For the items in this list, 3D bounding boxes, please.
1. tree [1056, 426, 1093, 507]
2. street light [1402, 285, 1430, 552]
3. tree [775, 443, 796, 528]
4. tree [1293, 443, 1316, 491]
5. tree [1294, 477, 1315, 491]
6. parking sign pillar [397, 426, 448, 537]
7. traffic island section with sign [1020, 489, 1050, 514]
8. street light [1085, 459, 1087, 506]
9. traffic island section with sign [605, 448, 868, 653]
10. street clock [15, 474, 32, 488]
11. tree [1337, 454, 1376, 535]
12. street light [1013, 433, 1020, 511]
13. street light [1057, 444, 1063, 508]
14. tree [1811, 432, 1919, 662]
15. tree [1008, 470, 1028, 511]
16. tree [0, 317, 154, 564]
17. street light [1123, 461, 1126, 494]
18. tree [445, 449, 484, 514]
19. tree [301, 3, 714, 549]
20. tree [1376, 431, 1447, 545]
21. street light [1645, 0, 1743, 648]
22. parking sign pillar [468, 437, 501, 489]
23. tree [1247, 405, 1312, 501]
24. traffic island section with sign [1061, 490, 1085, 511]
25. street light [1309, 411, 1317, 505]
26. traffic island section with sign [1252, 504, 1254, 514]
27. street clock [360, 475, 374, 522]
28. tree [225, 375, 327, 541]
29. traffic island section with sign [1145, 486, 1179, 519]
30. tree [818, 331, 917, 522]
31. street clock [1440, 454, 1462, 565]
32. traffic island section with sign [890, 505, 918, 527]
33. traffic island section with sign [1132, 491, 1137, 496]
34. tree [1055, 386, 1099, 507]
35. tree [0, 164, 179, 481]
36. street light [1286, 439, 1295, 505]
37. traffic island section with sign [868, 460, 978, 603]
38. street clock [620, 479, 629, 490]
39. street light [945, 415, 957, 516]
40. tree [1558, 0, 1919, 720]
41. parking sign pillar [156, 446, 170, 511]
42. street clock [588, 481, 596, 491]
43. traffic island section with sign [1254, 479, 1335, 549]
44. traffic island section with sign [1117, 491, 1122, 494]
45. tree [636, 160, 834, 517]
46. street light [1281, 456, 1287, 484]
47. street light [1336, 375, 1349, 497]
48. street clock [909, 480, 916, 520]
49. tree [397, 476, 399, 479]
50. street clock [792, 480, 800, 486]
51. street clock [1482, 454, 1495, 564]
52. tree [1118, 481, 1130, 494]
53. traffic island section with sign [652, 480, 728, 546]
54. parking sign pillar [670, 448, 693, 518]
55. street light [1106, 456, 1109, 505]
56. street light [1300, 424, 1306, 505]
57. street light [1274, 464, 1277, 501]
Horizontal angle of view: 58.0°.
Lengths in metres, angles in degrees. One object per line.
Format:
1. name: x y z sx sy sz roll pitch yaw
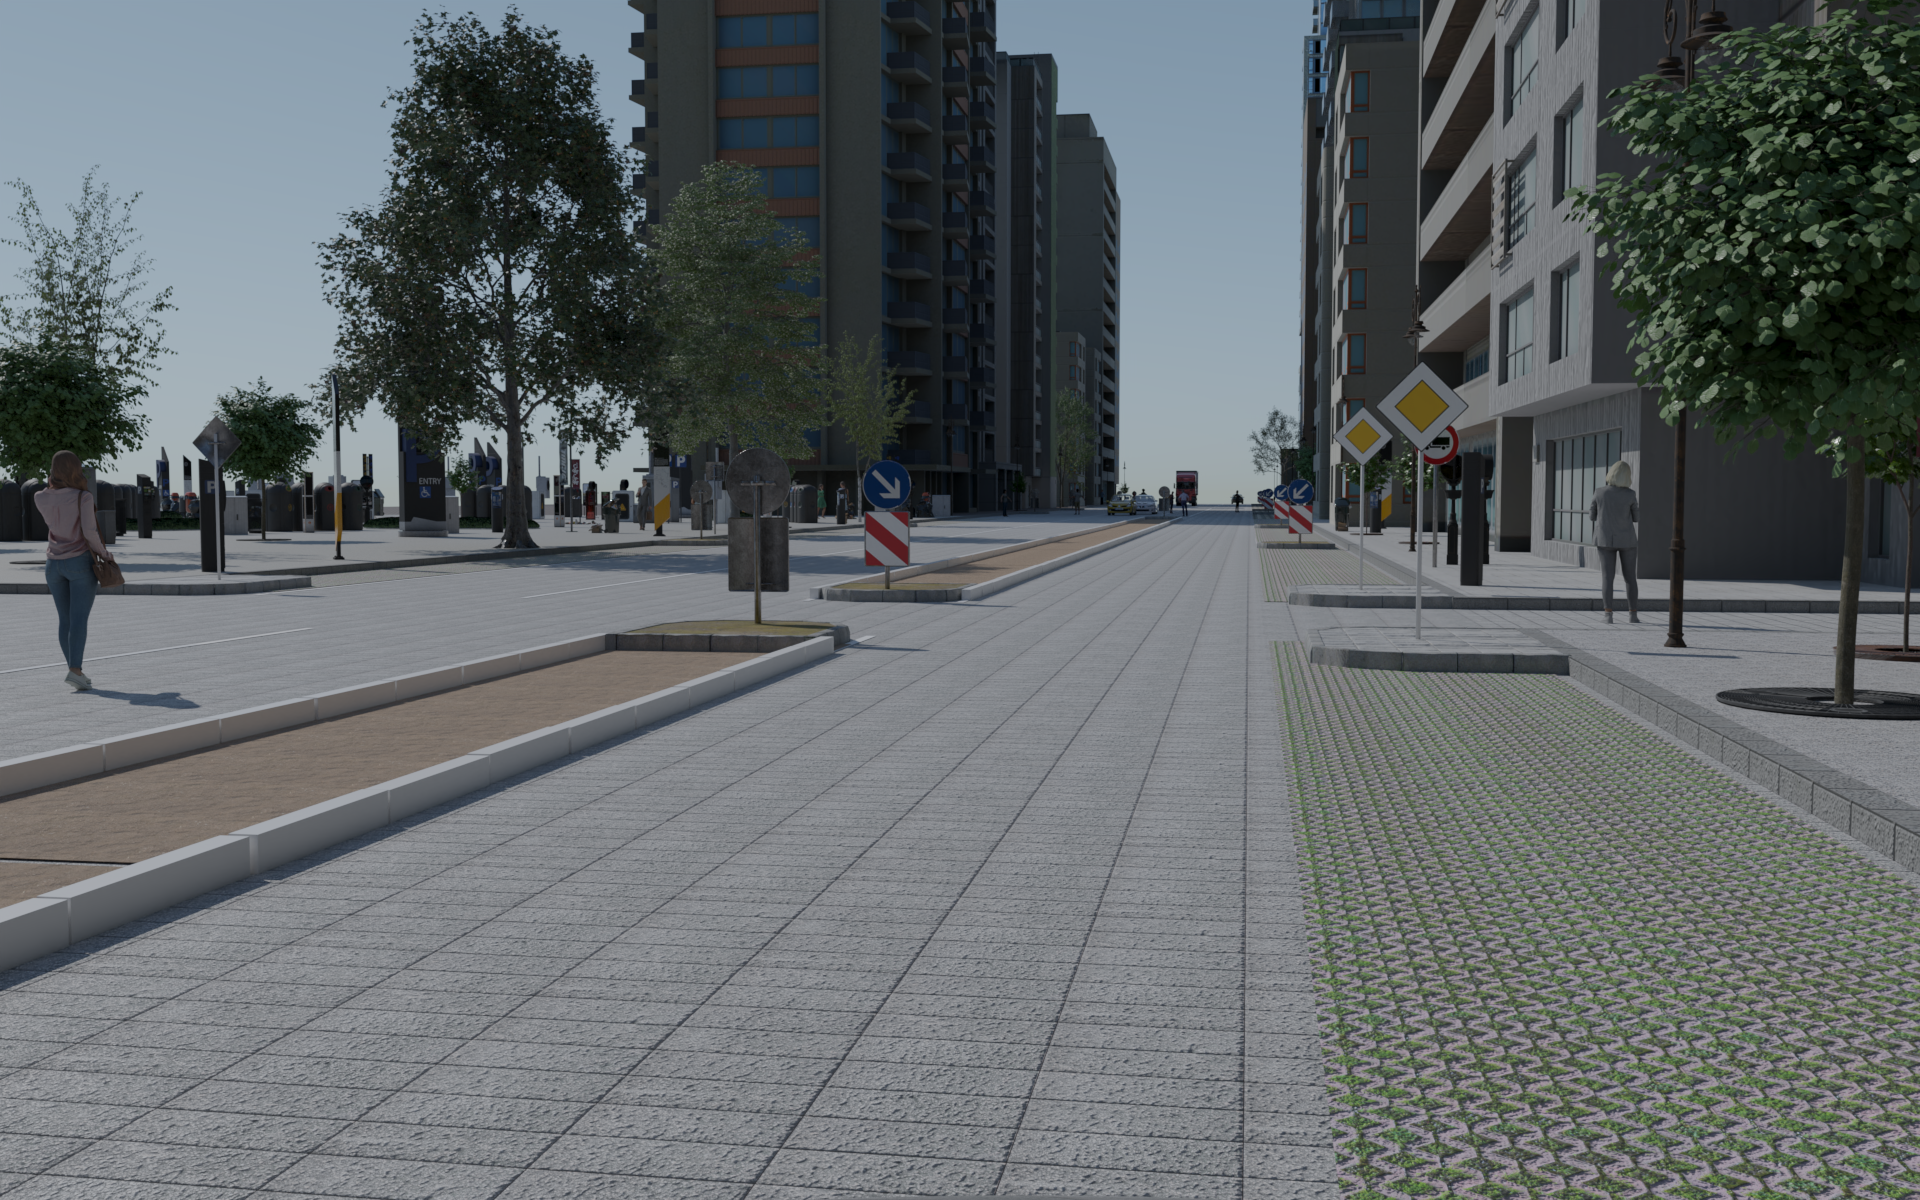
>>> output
1. tree: 11.434 -13.804 176.055 4.737 8.622 4.395 0 3 0
2. street light: 10.077 -4.013 38.400 0.468 5.910 1.993 1 4 9
3. tree: -7.031 -4.339 65.549 1.663 3.219 1.824 0 3 0
4. tree: 21.069 -7.175 101.024 4.285 4.588 4.351 0 3 0
5. tree: 21.707 -6.957 108.351 1.663 3.219 1.824 0 3 0
6. parking sign pillar: -16.158 -3.886 52.013 1.447 3.967 1.447 -3 5 -40
7. traffic island section with sign: 5.397 -7.087 124.507 1.989 1.847 2.006 1 4 9
8. street light: 13.392 -12.930 184.193 0.468 5.910 1.993 1 4 9
9. traffic island section with sign: -2.105 -0.515 16.560 2.006 1.907 1.989 1 4 9
10. street clock: -28.289 -2.923 52.354 0.471 2.002 0.358 1 4 16
11. tree: 12.819 -3.632 53.989 1.663 3.219 1.824 0 3 0
12. street light: 4.303 -9.625 130.154 0.468 5.910 1.993 1 4 9
13. street light: 9.239 -11.414 159.407 0.468 5.910 1.993 1 4 9
14. tree: 7.477 -1.169 13.723 1.663 3.219 1.824 0 3 0
15. tree: 4.679 -8.503 133.619 1.663 3.219 1.824 0 3 0
16. tree: -16.971 -2.961 32.120 4.285 4.588 4.351 0 3 0
17. street light: 22.872 -16.390 240.761 0.468 5.910 1.993 1 4 9
18. tree: -21.508 -4.929 75.198 1.663 3.219 1.824 0 3 0
19. tree: -10.678 -7.576 40.876 9.611 12.733 9.660 0 3 0
20. tree: 11.818 -3.038 44.268 1.663 3.219 1.824 0 3 0
21. street light: 6.005 -2.543 14.359 0.468 5.910 1.993 1 4 9
22. parking sign pillar: -22.707 -5.692 81.540 1.447 3.967 1.447 -2 4 -33
23. tree: 33.779 -15.117 181.578 7.601 10.594 8.767 2 4 25
24. traffic island section with sign: 9.857 -8.720 151.199 1.989 1.847 2.006 1 4 9
25. street light: 19.637 -7.554 96.295 0.468 5.910 1.993 1 4 9
26. traffic island section with sign: 13.300 -3.893 72.279 1.989 1.847 2.006 1 4 9
27. street clock: -22.760 -3.787 66.495 0.471 2.002 0.358 0 4 -5
28. tree: -19.224 -3.915 47.726 4.285 4.588 4.351 0 3 0
29. traffic island section with sign: 11.517 -5.495 97.978 2.006 1.907 1.989 1 4 9
30. tree: -4.339 -7.851 78.724 4.737 8.622 4.395 0 3 0
31. street clock: 8.930 -1.638 31.356 0.471 2.002 0.358 2 4 23
32. traffic island section with sign: -2.899 -4.057 74.963 1.989 1.847 2.006 1 4 9
33. traffic island section with sign: 23.466 -13.700 232.620 1.989 1.847 2.006 1 4 9
34. tree: 9.833 -14.827 168.169 9.928 11.665 9.643 0 3 0
35. tree: -20.046 -5.442 39.347 4.360 8.622 3.978 0 3 0
36. street light: 27.444 -10.407 142.934 0.468 5.910 1.993 1 4 9
37. traffic island section with sign: -0.874 -0.962 23.864 2.006 1.907 1.989 1 4 9
38. street clock: -16.280 -4.865 84.111 0.358 2.002 0.471 1 4 20
39. street light: -0.502 -7.896 101.881 0.468 5.910 1.993 1 4 9
40. tree: 5.290 -1.630 10.368 4.285 4.588 4.351 0 3 0
41. parking sign pillar: -44.833 -6.666 97.467 1.447 3.967 1.447 -3 4 -36
42. street clock: -20.341 -5.579 95.791 0.358 2.002 0.471 1 4 16
43. traffic island section with sign: 8.852 -2.267 45.692 1.989 1.847 2.006 1 4 9
44. traffic island section with sign: 19.024 -12.074 206.032 1.989 1.847 2.006 1 4 9
45. tree: -8.246 -8.665 59.807 7.486 12.596 7.792 0 3 0
46. street light: 32.295 -12.135 171.199 0.468 5.910 1.993 1 4 9
47. street light: 14.827 -5.777 67.239 0.468 5.910 1.993 1 4 9
48. street clock: -2.459 -5.046 87.066 0.471 2.002 0.358 0 4 -1
49. tree: -26.359 -5.502 84.560 1.663 3.219 1.824 0 3 0
50. street clock: -8.292 -5.085 87.702 0.358 2.002 0.471 -3 4 -37
51. street clock: 9.559 -1.652 31.581 0.358 2.002 0.471 0 4 7
52. tree: 24.273 -15.898 254.525 1.663 3.219 1.824 0 3 0
53. traffic island section with sign: -7.354 -2.431 48.378 1.989 1.847 2.006 1 4 9
54. parking sign pillar: -14.915 -6.342 92.161 1.447 3.967 1.447 0 4 7
55. street light: 18.085 -14.660 212.485 0.468 5.910 1.993 1 4 9
56. street light: 22.710 -8.677 114.649 0.468 5.910 1.993 1 4 9
57. street light: 41.326 -15.471 225.731 0.468 5.910 1.993 1 4 9
